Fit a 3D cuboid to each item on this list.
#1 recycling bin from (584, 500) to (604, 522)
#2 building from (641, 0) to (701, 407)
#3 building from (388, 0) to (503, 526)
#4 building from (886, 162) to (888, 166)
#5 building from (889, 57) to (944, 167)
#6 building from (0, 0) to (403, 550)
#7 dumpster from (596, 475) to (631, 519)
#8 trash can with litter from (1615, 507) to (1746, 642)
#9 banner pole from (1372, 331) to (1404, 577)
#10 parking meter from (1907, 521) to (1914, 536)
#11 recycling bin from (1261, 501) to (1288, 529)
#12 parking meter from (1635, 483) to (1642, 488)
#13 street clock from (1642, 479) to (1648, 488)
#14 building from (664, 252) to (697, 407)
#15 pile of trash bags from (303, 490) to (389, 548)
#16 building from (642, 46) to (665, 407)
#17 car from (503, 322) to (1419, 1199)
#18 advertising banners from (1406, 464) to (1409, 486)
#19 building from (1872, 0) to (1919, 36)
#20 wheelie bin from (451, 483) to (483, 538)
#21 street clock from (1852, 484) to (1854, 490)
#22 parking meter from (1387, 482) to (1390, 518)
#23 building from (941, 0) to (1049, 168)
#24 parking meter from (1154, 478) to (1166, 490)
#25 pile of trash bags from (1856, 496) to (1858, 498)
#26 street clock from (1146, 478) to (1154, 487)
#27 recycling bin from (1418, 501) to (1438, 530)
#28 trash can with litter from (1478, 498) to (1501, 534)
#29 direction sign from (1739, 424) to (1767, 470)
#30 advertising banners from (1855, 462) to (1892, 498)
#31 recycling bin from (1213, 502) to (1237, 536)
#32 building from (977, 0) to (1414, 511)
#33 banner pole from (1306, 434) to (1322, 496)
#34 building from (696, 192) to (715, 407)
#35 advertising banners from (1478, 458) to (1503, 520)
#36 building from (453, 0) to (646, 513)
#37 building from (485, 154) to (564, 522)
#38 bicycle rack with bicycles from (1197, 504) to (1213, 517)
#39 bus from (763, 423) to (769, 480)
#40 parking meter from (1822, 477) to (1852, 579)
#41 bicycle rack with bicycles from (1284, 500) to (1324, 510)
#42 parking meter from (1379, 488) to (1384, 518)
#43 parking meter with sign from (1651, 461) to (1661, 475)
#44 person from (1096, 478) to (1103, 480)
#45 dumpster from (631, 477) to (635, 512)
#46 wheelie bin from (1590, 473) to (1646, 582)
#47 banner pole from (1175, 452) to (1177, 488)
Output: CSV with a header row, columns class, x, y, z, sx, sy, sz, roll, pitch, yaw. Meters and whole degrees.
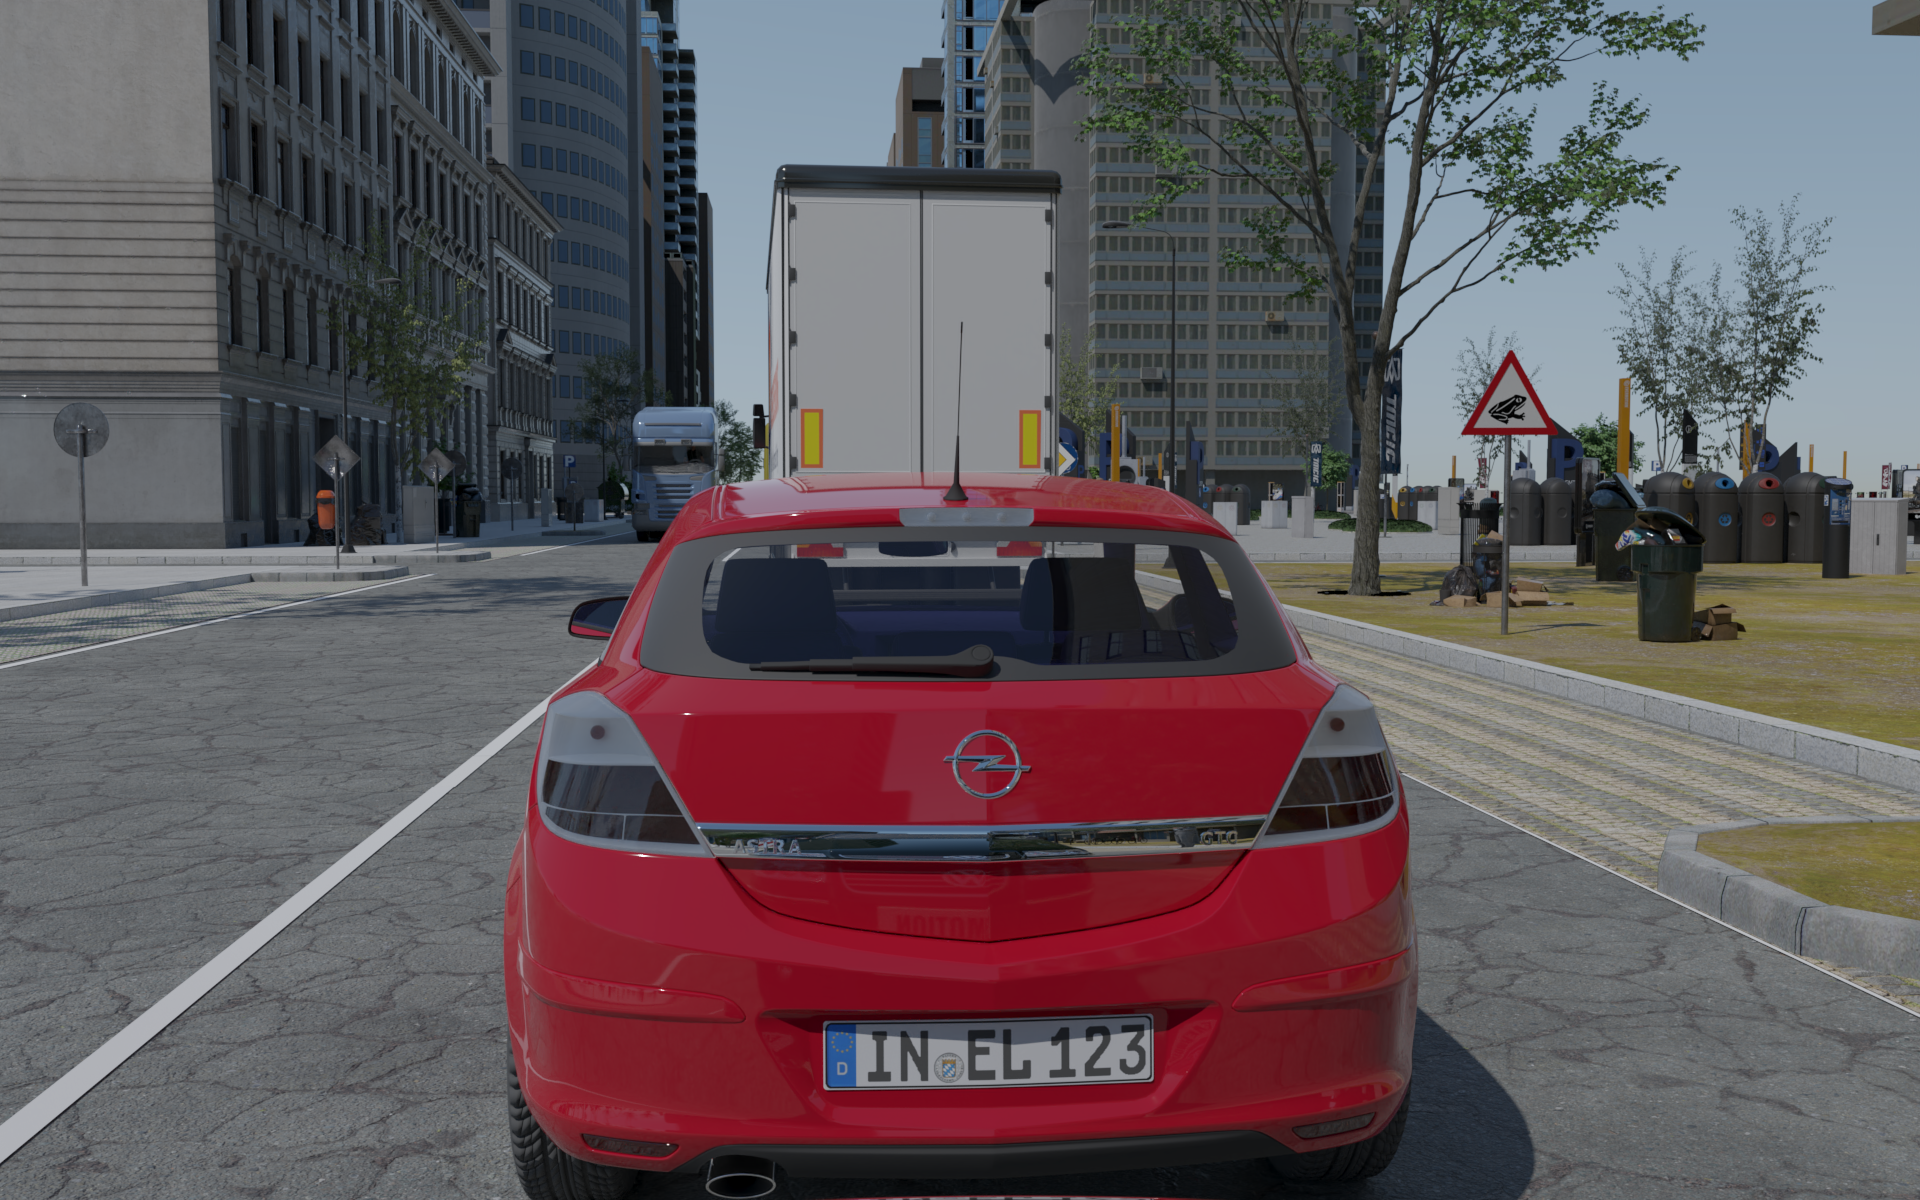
class,x,y,z,sx,sy,sz,roll,pitch,yaw
recycling bin,-16.948,-4.135,80.161,0.722,1.027,0.722,0,4,7
building,-44.120,-55.830,225.484,22.319,86.520,31.000,0,4,-5
building,-24.951,-14.573,67.144,11.050,23.489,19.941,0,4,-5
building,0.334,-37.546,233.482,23.786,49.044,30.456,0,4,-5
building,0.612,-32.388,179.647,14.600,45.320,14.200,0,4,-5
building,-22.548,-12.170,48.123,9.793,20.994,18.267,0,4,-5
dumpster,-18.064,-5.347,89.921,1.502,2.255,1.985,0,4,-5
trash can with litter,6.352,-0.235,15.225,1.055,1.170,0.624,-2,4,-25
banner pole,6.496,-2.234,26.535,0.401,3.779,0.863,-2,4,-25
parking meter,29.020,-2.889,52.939,0.399,1.863,0.255,0,3,0
recycling bin,11.697,-3.173,64.435,0.722,1.027,0.722,-1,4,-22
parking meter,37.027,-5.427,94.440,0.399,1.863,0.255,2,4,26
street clock,33.360,-4.877,84.316,0.358,2.002,0.471,2,4,32
building,-38.583,-26.456,204.251,14.160,30.474,14.107,0,4,-5
pile of trash bags,-15.303,-2.021,42.801,1.912,1.369,3.447,0,4,-8
building,-36.690,-31.826,170.458,14.600,45.320,14.200,0,4,-5
car,-0.117,0.245,5.041,2.155,1.783,4.494,0,4,-4
advertising banners,25.733,-6.363,100.219,0.090,3.025,2.074,2,4,26
building,25.038,-25.612,8.003,28.713,52.752,27.495,0,4,-5
wheelie bin,-14.572,-2.656,51.335,0.693,1.594,0.980,3,5,41
street clock,59.551,-6.812,115.949,0.358,2.002,0.471,-1,4,-11
parking meter,21.204,-4.914,86.049,0.255,1.863,0.399,2,4,25
building,7.050,-51.596,156.260,22.319,86.520,31.000,0,4,-5
parking meter,7.326,-3.532,63.458,0.399,1.863,0.255,-2,4,-26
pile of trash bags,34.219,-3.404,65.416,3.447,1.369,1.912,0,4,-5
street clock,8.672,-4.528,78.599,0.471,2.002,0.358,-2,4,-31
recycling bin,16.834,-3.014,61.838,0.722,1.027,0.722,-3,5,-44
trash can with litter,16.846,-2.681,55.225,0.624,1.170,1.055,2,4,25
direction sign,25.686,-3.926,56.183,0.379,3.537,0.876,-3,4,-36
advertising banners,54.955,-6.611,104.275,0.090,3.025,2.074,-2,4,-34
recycling bin,8.197,-2.508,53.560,0.722,1.027,0.722,0,4,7
building,14.694,-26.845,130.795,32.217,40.220,23.993,0,4,-5
banner pole,14.694,-5.031,72.268,0.863,3.779,0.401,2,4,24
building,-42.767,-36.660,249.507,14.600,45.320,14.200,0,4,-5
advertising banners,25.570,-5.292,82.707,0.090,3.025,2.074,-3,4,-37
building,-34.728,-35.620,124.379,21.231,58.520,28.212,0,4,-5
building,-26.778,-13.675,88.210,10.561,19.102,19.286,0,4,-5
bicycle rack with bicycles,7.617,-2.898,60.768,2.852,0.926,2.925,-1,4,-17
bus,-5.023,-3.961,56.315,2.896,3.916,12.252,0,4,-6
parking meter,13.339,-1.097,26.342,0.372,1.533,0.369,0,3,0
bicycle rack with bicycles,20.366,-5.610,105.111,2.852,0.926,2.925,-1,4,-18
parking meter,16.346,-3.595,67.183,0.372,1.533,0.369,0,3,0
parking meter with sign,36.319,-5.700,89.450,0.543,3.016,1.738,0,4,-2
person,2.818,-1.567,34.663,0.362,1.759,0.519,0,4,-4
dumpster,-18.720,-5.779,96.988,1.502,2.255,1.985,0,4,-5
wheelie bin,9.698,-1.080,25.574,0.693,1.594,0.980,2,4,32
banner pole,11.319,-6.198,91.349,0.401,3.779,0.863,-1,4,-10
